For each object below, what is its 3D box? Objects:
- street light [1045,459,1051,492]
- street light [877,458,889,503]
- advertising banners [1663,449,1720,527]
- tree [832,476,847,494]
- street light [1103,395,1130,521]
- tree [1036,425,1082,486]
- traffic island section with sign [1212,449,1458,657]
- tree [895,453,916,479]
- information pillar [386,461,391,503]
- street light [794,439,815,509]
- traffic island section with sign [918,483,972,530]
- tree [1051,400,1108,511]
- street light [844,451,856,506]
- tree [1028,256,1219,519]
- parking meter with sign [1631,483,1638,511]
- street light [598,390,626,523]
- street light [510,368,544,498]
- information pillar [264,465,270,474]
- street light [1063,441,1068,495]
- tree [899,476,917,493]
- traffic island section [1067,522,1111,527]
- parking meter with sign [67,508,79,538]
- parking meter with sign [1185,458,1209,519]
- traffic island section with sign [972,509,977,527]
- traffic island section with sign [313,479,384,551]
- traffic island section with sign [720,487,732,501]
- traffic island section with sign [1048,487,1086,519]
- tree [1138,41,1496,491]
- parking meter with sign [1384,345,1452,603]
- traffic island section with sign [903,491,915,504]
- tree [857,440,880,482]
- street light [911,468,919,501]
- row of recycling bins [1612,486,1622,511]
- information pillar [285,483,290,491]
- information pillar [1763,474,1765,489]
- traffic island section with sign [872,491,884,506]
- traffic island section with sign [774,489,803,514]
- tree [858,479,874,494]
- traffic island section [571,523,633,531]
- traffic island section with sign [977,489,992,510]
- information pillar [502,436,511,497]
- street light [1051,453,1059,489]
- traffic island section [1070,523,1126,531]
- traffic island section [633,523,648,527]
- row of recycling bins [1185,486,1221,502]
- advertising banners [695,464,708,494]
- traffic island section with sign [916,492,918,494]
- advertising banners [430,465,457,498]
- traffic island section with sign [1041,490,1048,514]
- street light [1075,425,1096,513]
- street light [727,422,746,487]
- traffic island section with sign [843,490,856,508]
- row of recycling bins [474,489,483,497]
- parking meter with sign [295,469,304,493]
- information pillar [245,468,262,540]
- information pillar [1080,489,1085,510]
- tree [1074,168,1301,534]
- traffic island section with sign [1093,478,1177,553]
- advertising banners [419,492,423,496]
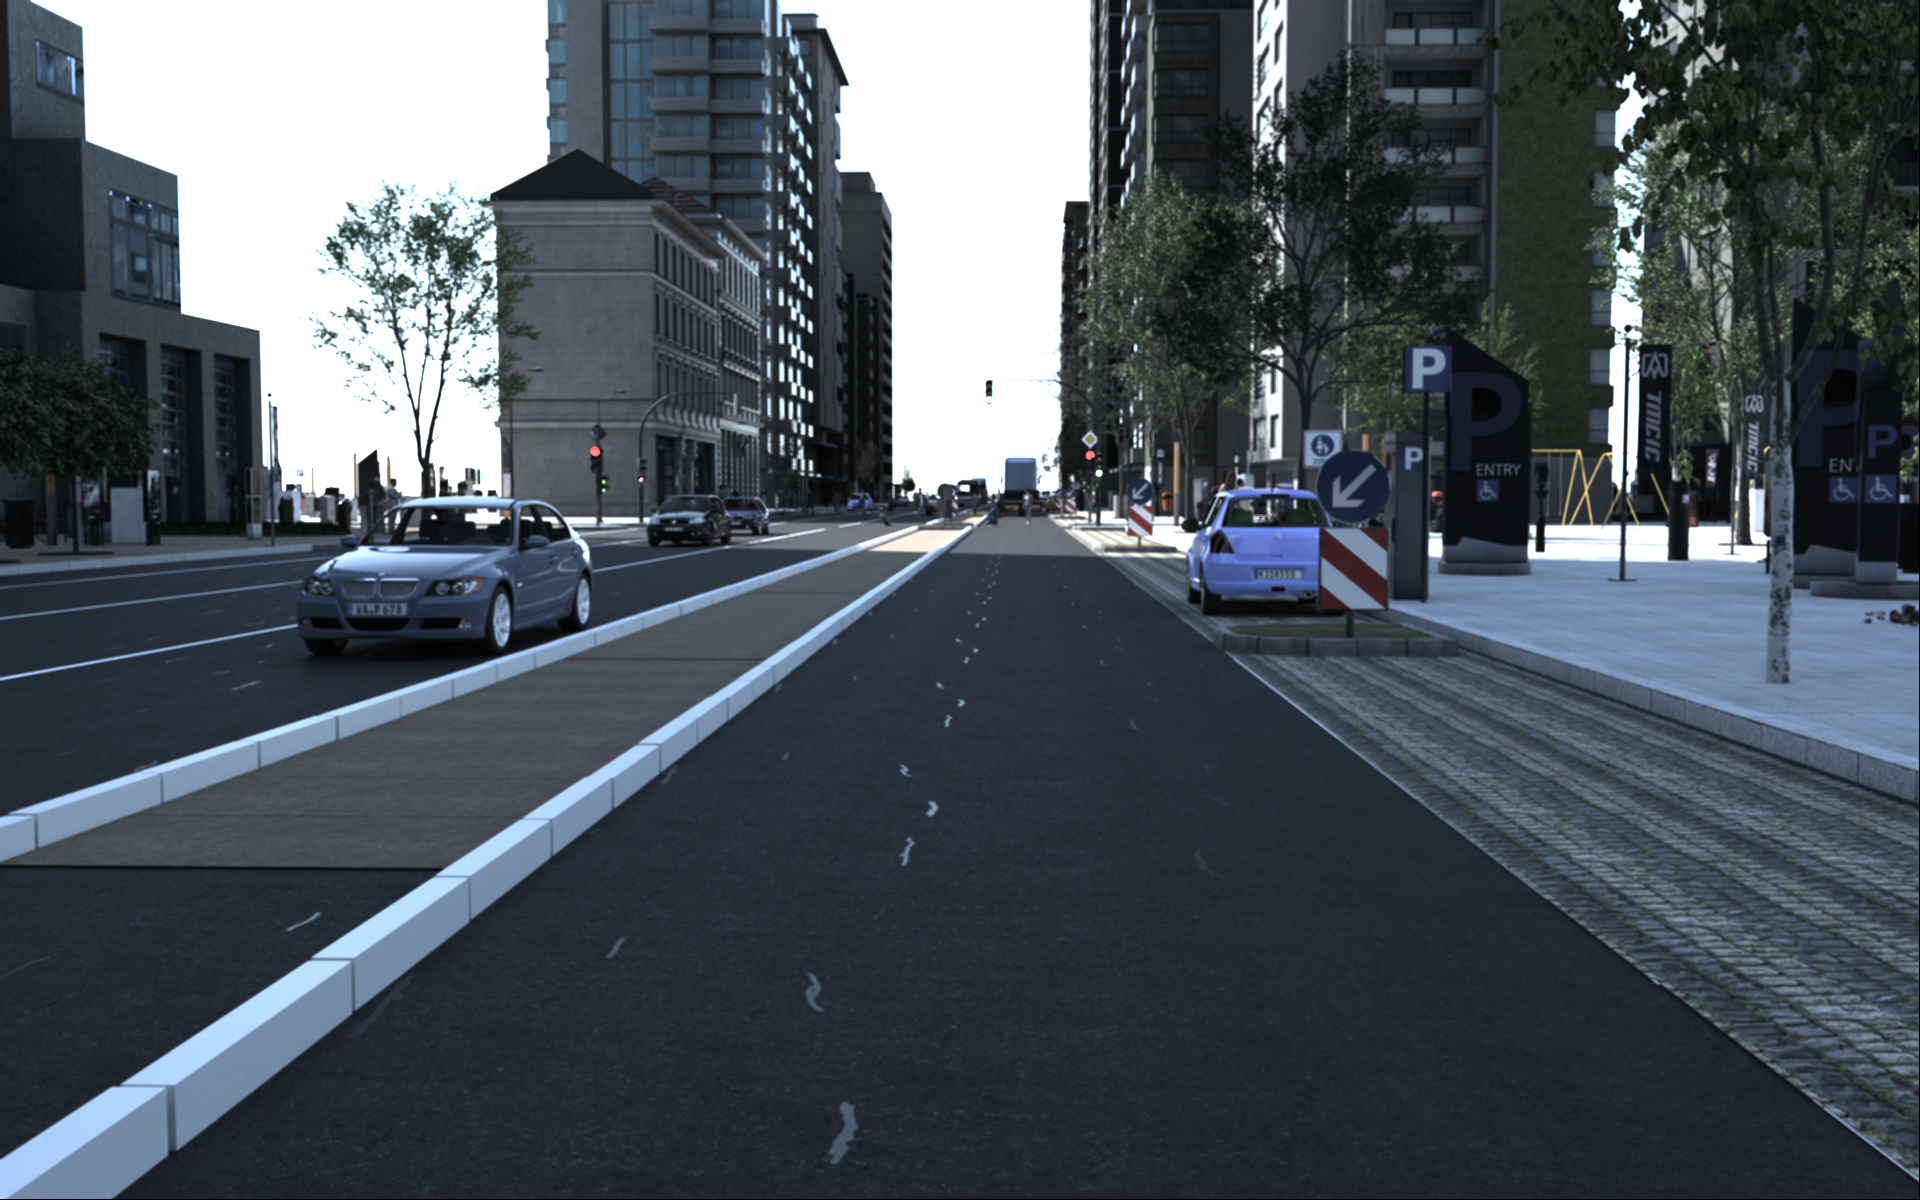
[{"bbox_3d":[12.720,-16.440,241.332,1.470,5.913,1.316,0,4,2],"label":"street light"},{"bbox_3d":[-10.421,-16.163,236.806,1.470,5.913,1.316,0,4,2],"label":"street light"},{"bbox_3d":[28.225,-4.319,66.799,2.074,3.025,0.090,0,4,1],"label":"advertising banners"},{"bbox_3d":[-12.784,-11.553,183.489,1.663,3.219,1.824,0,3,0],"label":"tree"},{"bbox_3d":[7.381,-6.638,81.073,1.470,5.913,1.316,0,4,2],"label":"street light"},{"bbox_3d":[13.608,-18.393,235.145,7.601,10.594,8.767,1,4,9],"label":"tree"},{"bbox_3d":[3.402,-0.459,16.125,1.989,1.847,2.006,0,4,2],"label":"traffic island section with sign"},{"bbox_3d":[-9.636,-22.111,311.876,4.360,8.622,3.978,0,3,0],"label":"tree"},{"bbox_3d":[-40.321,-8.008,122.285,0.183,3.616,0.504,1,4,22],"label":"information pillar"},{"bbox_3d":[-13.359,-10.650,146.672,1.470,5.913,1.316,0,4,2],"label":"street light"},{"bbox_3d":[-0.635,-3.733,69.174,2.006,1.907,1.989,0,4,2],"label":"traffic island section with sign"},{"bbox_3d":[9.584,-11.119,132.156,4.360,8.622,3.978,0,3,0],"label":"tree"},{"bbox_3d":[-11.874,-13.185,188.110,1.470,5.913,1.316,0,4,2],"label":"street light"},{"bbox_3d":[8.358,-10.910,88.745,12.009,13.543,11.850,0,3,0],"label":"tree"},{"bbox_3d":[46.523,-7.509,119.032,1.738,3.016,0.543,3,4,38],"label":"parking meter with sign"},{"bbox_3d":[-15.652,-6.433,77.717,1.470,5.913,1.316,0,4,2],"label":"street light"},{"bbox_3d":[-16.085,-5.604,64.163,1.470,5.913,1.316,0,4,2],"label":"street light"},{"bbox_3d":[-55.531,-9.018,138.799,0.504,3.616,0.183,1,4,17],"label":"information pillar"},{"bbox_3d":[10.074,-11.413,159.140,1.470,5.913,1.316,0,4,2],"label":"street light"},{"bbox_3d":[-9.055,-19.438,301.522,4.285,4.588,4.351,0,3,0],"label":"tree"},{"bbox_3d":[5.771,-3.329,76.710,2.009,0.180,2.903,0,4,2],"label":"traffic island section"},{"bbox_3d":[-25.607,-3.351,51.051,0.543,3.016,1.738,0,4,8],"label":"parking meter with sign"},{"bbox_3d":[11.398,-5.246,82.034,0.543,3.016,1.738,-2,4,-30],"label":"parking meter with sign"},{"bbox_3d":[-0.377,-4.186,76.577,2.006,1.907,1.989,0,4,2],"label":"traffic island section with sign"},{"bbox_3d":[-15.358,-2.207,44.719,1.989,1.847,2.006,0,4,2],"label":"traffic island section with sign"},{"bbox_3d":[-13.513,-5.581,99.883,1.989,1.847,2.006,0,4,2],"label":"traffic island section with sign"},{"bbox_3d":[6.197,-5.540,99.209,1.989,1.847,2.006,0,4,2],"label":"traffic island section with sign"},{"bbox_3d":[7.301,-6.171,35.302,7.601,10.594,8.767,-1,4,-9],"label":"tree"},{"bbox_3d":[5.495,-1.526,21.205,0.543,3.016,1.738,0,4,1],"label":"parking meter with sign"},{"bbox_3d":[-8.121,-15.368,259.890,1.989,1.847,2.006,0,4,2],"label":"traffic island section with sign"},{"bbox_3d":[-12.478,-17.032,228.835,4.360,8.622,3.978,0,3,0],"label":"tree"},{"bbox_3d":[-8.026,-20.453,306.944,1.470,5.913,1.316,0,4,2],"label":"street light"},{"bbox_3d":[50.834,-7.798,134.608,1.069,1.692,3.534,3,4,38],"label":"row of recycling bins"},{"bbox_3d":[-45.840,-6.957,118.238,0.304,2.012,0.304,0,4,6],"label":"information pillar"},{"bbox_3d":[30.098,-3.667,64.455,0.304,2.012,0.304,-3,5,-44],"label":"information pillar"},{"bbox_3d":[-9.991,-11.966,204.278,1.989,1.847,2.006,0,4,2],"label":"traffic island section with sign"},{"bbox_3d":[-12.601,-7.253,127.219,1.989,1.847,2.006,0,4,2],"label":"traffic island section with sign"},{"bbox_3d":[-11.631,-13.744,219.309,1.663,3.219,1.824,0,3,0],"label":"tree"},{"bbox_3d":[-14.528,-2.882,69.406,2.009,0.180,2.903,0,4,2],"label":"traffic island section"},{"bbox_3d":[2.140,-8.779,151.673,2.006,1.907,1.989,0,4,2],"label":"traffic island section with sign"},{"bbox_3d":[-18.280,-4.804,69.894,0.504,3.616,0.183,3,5,43],"label":"information pillar"},{"bbox_3d":[11.161,-13.517,193.550,1.470,5.913,1.316,0,4,2],"label":"street light"},{"bbox_3d":[5.502,-2.841,68.730,2.009,0.180,2.903,0,4,2],"label":"traffic island section"},{"bbox_3d":[-14.259,-3.370,77.386,2.009,0.180,2.903,0,4,2],"label":"traffic island section"},{"bbox_3d":[12.318,-4.754,84.845,1.069,1.692,3.534,-2,4,-31],"label":"row of recycling bins"},{"bbox_3d":[-15.097,-6.414,101.058,0.090,3.025,2.074,1,4,12],"label":"advertising banners"},{"bbox_3d":[-7.218,-17.016,286.830,1.989,1.847,2.006,0,4,2],"label":"traffic island section with sign"},{"bbox_3d":[-31.221,-6.624,104.484,0.090,3.025,2.074,3,4,39],"label":"advertising banners"},{"bbox_3d":[7.121,-7.188,126.148,1.989,1.847,2.006,0,4,2],"label":"traffic island section with sign"},{"bbox_3d":[8.473,-8.802,116.460,1.470,5.913,1.316,0,4,2],"label":"street light"},{"bbox_3d":[-14.513,-8.537,112.125,1.470,5.913,1.316,0,4,2],"label":"street light"},{"bbox_3d":[-10.903,-10.295,176.951,1.989,1.847,2.006,0,4,2],"label":"traffic island section with sign"},{"bbox_3d":[-41.887,-8.694,149.263,1.069,1.692,3.534,-2,4,-31],"label":"row of recycling bins"},{"bbox_3d":[-45.983,-7.604,120.578,0.543,3.016,1.738,-2,4,-25],"label":"parking meter with sign"},{"bbox_3d":[-19.688,-2.679,48.286,0.304,2.012,0.304,3,4,38],"label":"information pillar"},{"bbox_3d":[9.646,-8.087,136.709,0.304,2.012,0.304,3,5,41],"label":"information pillar"},{"bbox_3d":[7.363,-7.990,56.389,9.928,11.665,9.643,0,3,0],"label":"tree"},{"bbox_3d":[4.314,-2.106,43.065,1.989,1.847,2.006,0,4,2],"label":"traffic island section with sign"},{"bbox_3d":[-32.518,-6.765,106.794,0.090,3.025,2.074,2,4,33],"label":"advertising banners"}]
